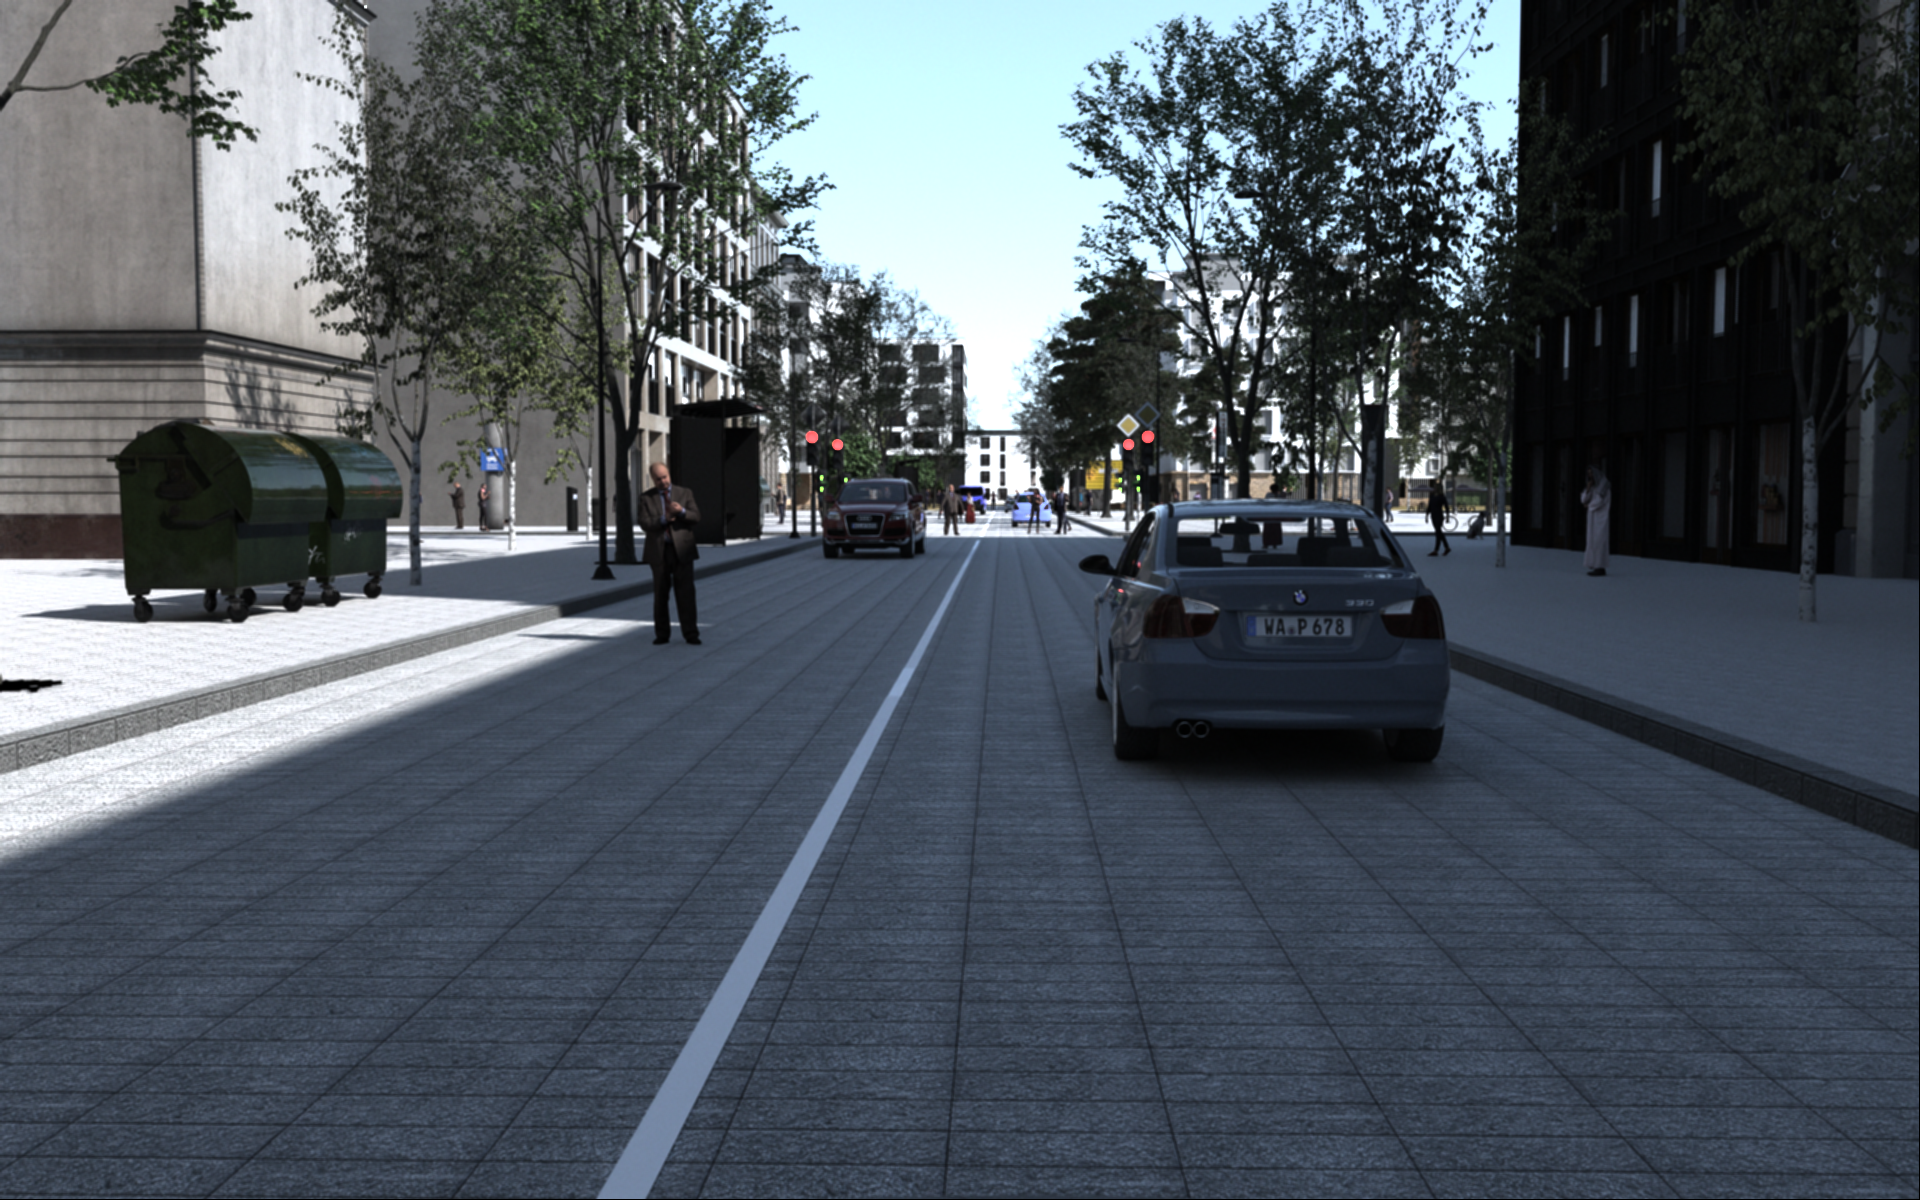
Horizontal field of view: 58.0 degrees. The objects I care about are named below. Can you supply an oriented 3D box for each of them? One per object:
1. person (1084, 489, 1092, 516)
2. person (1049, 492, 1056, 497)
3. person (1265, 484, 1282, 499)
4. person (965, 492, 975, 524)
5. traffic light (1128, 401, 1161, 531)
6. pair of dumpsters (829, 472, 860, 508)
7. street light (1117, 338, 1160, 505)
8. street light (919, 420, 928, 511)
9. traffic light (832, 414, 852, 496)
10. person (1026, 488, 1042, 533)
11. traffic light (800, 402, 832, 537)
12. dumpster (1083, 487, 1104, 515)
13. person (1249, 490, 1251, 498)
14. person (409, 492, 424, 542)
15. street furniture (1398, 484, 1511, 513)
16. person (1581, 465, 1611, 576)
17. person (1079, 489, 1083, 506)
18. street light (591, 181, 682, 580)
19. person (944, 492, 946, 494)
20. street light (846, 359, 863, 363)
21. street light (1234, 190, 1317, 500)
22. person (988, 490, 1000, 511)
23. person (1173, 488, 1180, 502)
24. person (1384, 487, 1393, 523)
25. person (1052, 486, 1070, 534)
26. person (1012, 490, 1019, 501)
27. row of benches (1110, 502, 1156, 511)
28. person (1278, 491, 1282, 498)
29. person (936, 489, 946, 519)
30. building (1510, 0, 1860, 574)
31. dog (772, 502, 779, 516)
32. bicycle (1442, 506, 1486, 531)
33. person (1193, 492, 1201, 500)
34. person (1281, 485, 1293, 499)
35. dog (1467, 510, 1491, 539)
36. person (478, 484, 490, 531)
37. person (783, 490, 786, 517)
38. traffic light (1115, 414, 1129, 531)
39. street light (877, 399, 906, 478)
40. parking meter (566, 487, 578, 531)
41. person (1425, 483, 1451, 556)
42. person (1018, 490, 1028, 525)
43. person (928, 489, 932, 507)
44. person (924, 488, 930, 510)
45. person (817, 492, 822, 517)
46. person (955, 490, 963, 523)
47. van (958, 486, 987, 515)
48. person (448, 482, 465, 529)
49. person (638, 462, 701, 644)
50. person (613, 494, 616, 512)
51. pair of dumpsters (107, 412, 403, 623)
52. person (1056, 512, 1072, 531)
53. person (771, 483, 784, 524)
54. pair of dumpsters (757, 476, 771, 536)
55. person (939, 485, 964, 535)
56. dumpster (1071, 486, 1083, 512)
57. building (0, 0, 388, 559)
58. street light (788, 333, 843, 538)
[{"bbox_3d":[7.427,-5.652,100.665,0.471,1.553,0.569,0,4,-3],"label":"person"},{"bbox_3d":[11.567,-12.573,214.791,1.217,1.743,0.721,1,4,10],"label":"person"},{"bbox_3d":[7.317,-1.964,40.624,0.523,1.526,0.387,2,4,29],"label":"person"},{"bbox_3d":[0.481,-4.416,83.165,0.523,1.526,0.387,-3,4,-38],"label":"person"},{"bbox_3d":[5.570,-3.824,51.760,0.839,4.213,0.868,0,4,1],"label":"traffic light"},{"bbox_3d":[-4.897,-4.346,73.543,1.574,2.255,4.436,0,4,2],"label":"pair of dumpsters"},{"bbox_3d":[5.374,-4.845,51.750,1.470,5.913,1.316,0,4,1],"label":"street light"},{"bbox_3d":[-2.874,-8.334,108.798,1.470,5.913,1.316,0,4,1],"label":"street light"},{"bbox_3d":[-4.187,-4.326,59.977,0.839,4.213,0.868,0,4,1],"label":"traffic light"},{"bbox_3d":[2.714,-3.254,63.171,0.593,1.643,0.415,-2,4,-33],"label":"person"},{"bbox_3d":[-4.389,-3.838,51.994,0.839,4.213,0.868,0,4,1],"label":"traffic light"},{"bbox_3d":[8.342,-6.103,105.550,1.264,1.857,1.865,0,4,1],"label":"dumpster"},{"bbox_3d":[11.977,-3.914,72.575,0.613,1.512,0.480,2,4,35],"label":"person"},{"bbox_3d":[-14.351,-2.301,45.725,0.319,1.574,0.516,0,4,4],"label":"person"},{"bbox_3d":[43.770,-7.061,120.474,27.439,1.986,14.083,0,4,3],"label":"street furniture"},{"bbox_3d":[10.014,-1.259,27.299,0.621,1.740,0.551,-2,4,-33],"label":"person"},{"bbox_3d":[8.443,-6.988,122.006,0.593,1.614,0.444,-2,4,-33],"label":"person"},{"bbox_3d":[-4.829,-3.262,25.880,1.470,5.913,1.316,0,4,1],"label":"street light"},{"bbox_3d":[-1.914,-11.948,201.386,1.348,1.824,0.705,3,4,38],"label":"person"},{"bbox_3d":[-4.044,-5.341,59.863,1.470,5.913,1.316,0,4,1],"label":"street light"},{"bbox_3d":[4.886,-3.309,26.639,1.470,5.913,1.316,0,4,1],"label":"street light"},{"bbox_3d":[2.905,-8.563,149.225,1.217,1.743,0.721,1,4,18],"label":"person"},{"bbox_3d":[13.725,-6.257,109.807,0.415,1.643,0.593,0,4,4],"label":"person"},{"bbox_3d":[19.295,-4.288,78.104,0.435,1.587,0.963,-1,4,-12],"label":"person"},{"bbox_3d":[3.618,-3.234,62.190,0.655,1.722,0.431,2,4,32],"label":"person"},{"bbox_3d":[4.140,-7.281,127.989,0.568,1.767,0.683,0,4,-1],"label":"person"},{"bbox_3d":[13.316,-7.158,132.493,4.104,0.672,1.422,3,4,38],"label":"row of benches"},{"bbox_3d":[21.628,-6.667,117.418,0.453,1.535,0.546,2,4,26],"label":"person"},{"bbox_3d":[-0.983,-5.541,100.019,0.541,1.710,0.530,2,4,29],"label":"person"},{"bbox_3d":[19.775,-12.545,34.784,12.332,23.373,15.834,0,4,1],"label":"building"},{"bbox_3d":[-11.052,-5.467,103.757,0.513,0.831,0.800,2,4,31],"label":"dog"},{"bbox_3d":[17.348,-2.835,59.567,1.543,0.972,0.635,0,4,2],"label":"bicycle"},{"bbox_3d":[13.537,-5.488,99.004,0.421,1.427,0.697,1,4,21],"label":"person"},{"bbox_3d":[15.669,-4.649,82.857,0.742,1.727,0.445,3,5,44],"label":"person"},{"bbox_3d":[14.756,-2.156,49.625,0.513,0.831,0.800,-1,4,-16],"label":"dog"},{"bbox_3d":[-16.335,-3.186,59.604,0.593,1.643,0.415,2,4,26],"label":"person"},{"bbox_3d":[-10.099,-5.529,98.987,0.480,1.512,0.613,-3,4,-37],"label":"person"},{"bbox_3d":[5.771,-4.312,59.742,0.839,4.213,0.868,0,4,1],"label":"traffic light"},{"bbox_3d":[-3.477,-6.849,84.517,1.470,5.913,1.316,0,4,1],"label":"street light"},{"bbox_3d":[-13.352,-3.133,59.638,0.372,1.533,0.369,0,3,0],"label":"parking meter"},{"bbox_3d":[9.962,-1.676,35.992,0.480,1.512,0.613,3,4,39],"label":"person"},{"bbox_3d":[2.987,-4.333,81.049,0.444,1.614,0.593,-3,5,-40],"label":"person"},{"bbox_3d":[-3.047,-9.831,167.299,0.721,1.766,1.217,2,4,31],"label":"person"},{"bbox_3d":[-2.593,-7.981,136.982,0.683,1.767,0.568,3,5,40],"label":"person"},{"bbox_3d":[-7.760,-5.438,97.174,0.499,1.552,0.429,1,4,18],"label":"person"},{"bbox_3d":[-0.111,-4.732,87.322,0.517,1.644,0.566,3,4,36],"label":"person"},{"bbox_3d":[0.822,-7.202,122.136,2.240,2.365,5.245,0,4,3],"label":"van"},{"bbox_3d":[-18.707,-3.527,64.390,0.565,1.739,0.600,3,5,44],"label":"person"},{"bbox_3d":[-2.753,-0.447,16.499,0.565,1.739,0.600,-2,4,-34],"label":"person"},{"bbox_3d":[-11.557,-3.123,59.310,0.569,1.553,0.471,3,5,39],"label":"person"},{"bbox_3d":[-7.677,-1.022,19.206,1.574,2.255,4.436,0,4,2],"label":"pair of dumpsters"},{"bbox_3d":[4.020,-3.430,67.128,0.613,1.512,0.480,-2,4,-31],"label":"person"},{"bbox_3d":[-7.810,-4.103,73.661,0.750,1.759,0.617,1,4,11],"label":"person"},{"bbox_3d":[-6.599,-2.960,50.882,1.574,2.255,4.436,0,4,1],"label":"pair of dumpsters"},{"bbox_3d":[-0.262,-3.139,60.376,0.990,1.755,0.434,-2,4,-24],"label":"person"},{"bbox_3d":[8.693,-7.337,125.720,1.264,1.857,1.865,0,4,1],"label":"dumpster"},{"bbox_3d":[-23.574,-10.620,38.259,19.286,19.102,10.561,0,4,1],"label":"building"},{"bbox_3d":[-4.267,-4.747,50.162,1.470,5.913,1.316,0,4,1],"label":"street light"}]
